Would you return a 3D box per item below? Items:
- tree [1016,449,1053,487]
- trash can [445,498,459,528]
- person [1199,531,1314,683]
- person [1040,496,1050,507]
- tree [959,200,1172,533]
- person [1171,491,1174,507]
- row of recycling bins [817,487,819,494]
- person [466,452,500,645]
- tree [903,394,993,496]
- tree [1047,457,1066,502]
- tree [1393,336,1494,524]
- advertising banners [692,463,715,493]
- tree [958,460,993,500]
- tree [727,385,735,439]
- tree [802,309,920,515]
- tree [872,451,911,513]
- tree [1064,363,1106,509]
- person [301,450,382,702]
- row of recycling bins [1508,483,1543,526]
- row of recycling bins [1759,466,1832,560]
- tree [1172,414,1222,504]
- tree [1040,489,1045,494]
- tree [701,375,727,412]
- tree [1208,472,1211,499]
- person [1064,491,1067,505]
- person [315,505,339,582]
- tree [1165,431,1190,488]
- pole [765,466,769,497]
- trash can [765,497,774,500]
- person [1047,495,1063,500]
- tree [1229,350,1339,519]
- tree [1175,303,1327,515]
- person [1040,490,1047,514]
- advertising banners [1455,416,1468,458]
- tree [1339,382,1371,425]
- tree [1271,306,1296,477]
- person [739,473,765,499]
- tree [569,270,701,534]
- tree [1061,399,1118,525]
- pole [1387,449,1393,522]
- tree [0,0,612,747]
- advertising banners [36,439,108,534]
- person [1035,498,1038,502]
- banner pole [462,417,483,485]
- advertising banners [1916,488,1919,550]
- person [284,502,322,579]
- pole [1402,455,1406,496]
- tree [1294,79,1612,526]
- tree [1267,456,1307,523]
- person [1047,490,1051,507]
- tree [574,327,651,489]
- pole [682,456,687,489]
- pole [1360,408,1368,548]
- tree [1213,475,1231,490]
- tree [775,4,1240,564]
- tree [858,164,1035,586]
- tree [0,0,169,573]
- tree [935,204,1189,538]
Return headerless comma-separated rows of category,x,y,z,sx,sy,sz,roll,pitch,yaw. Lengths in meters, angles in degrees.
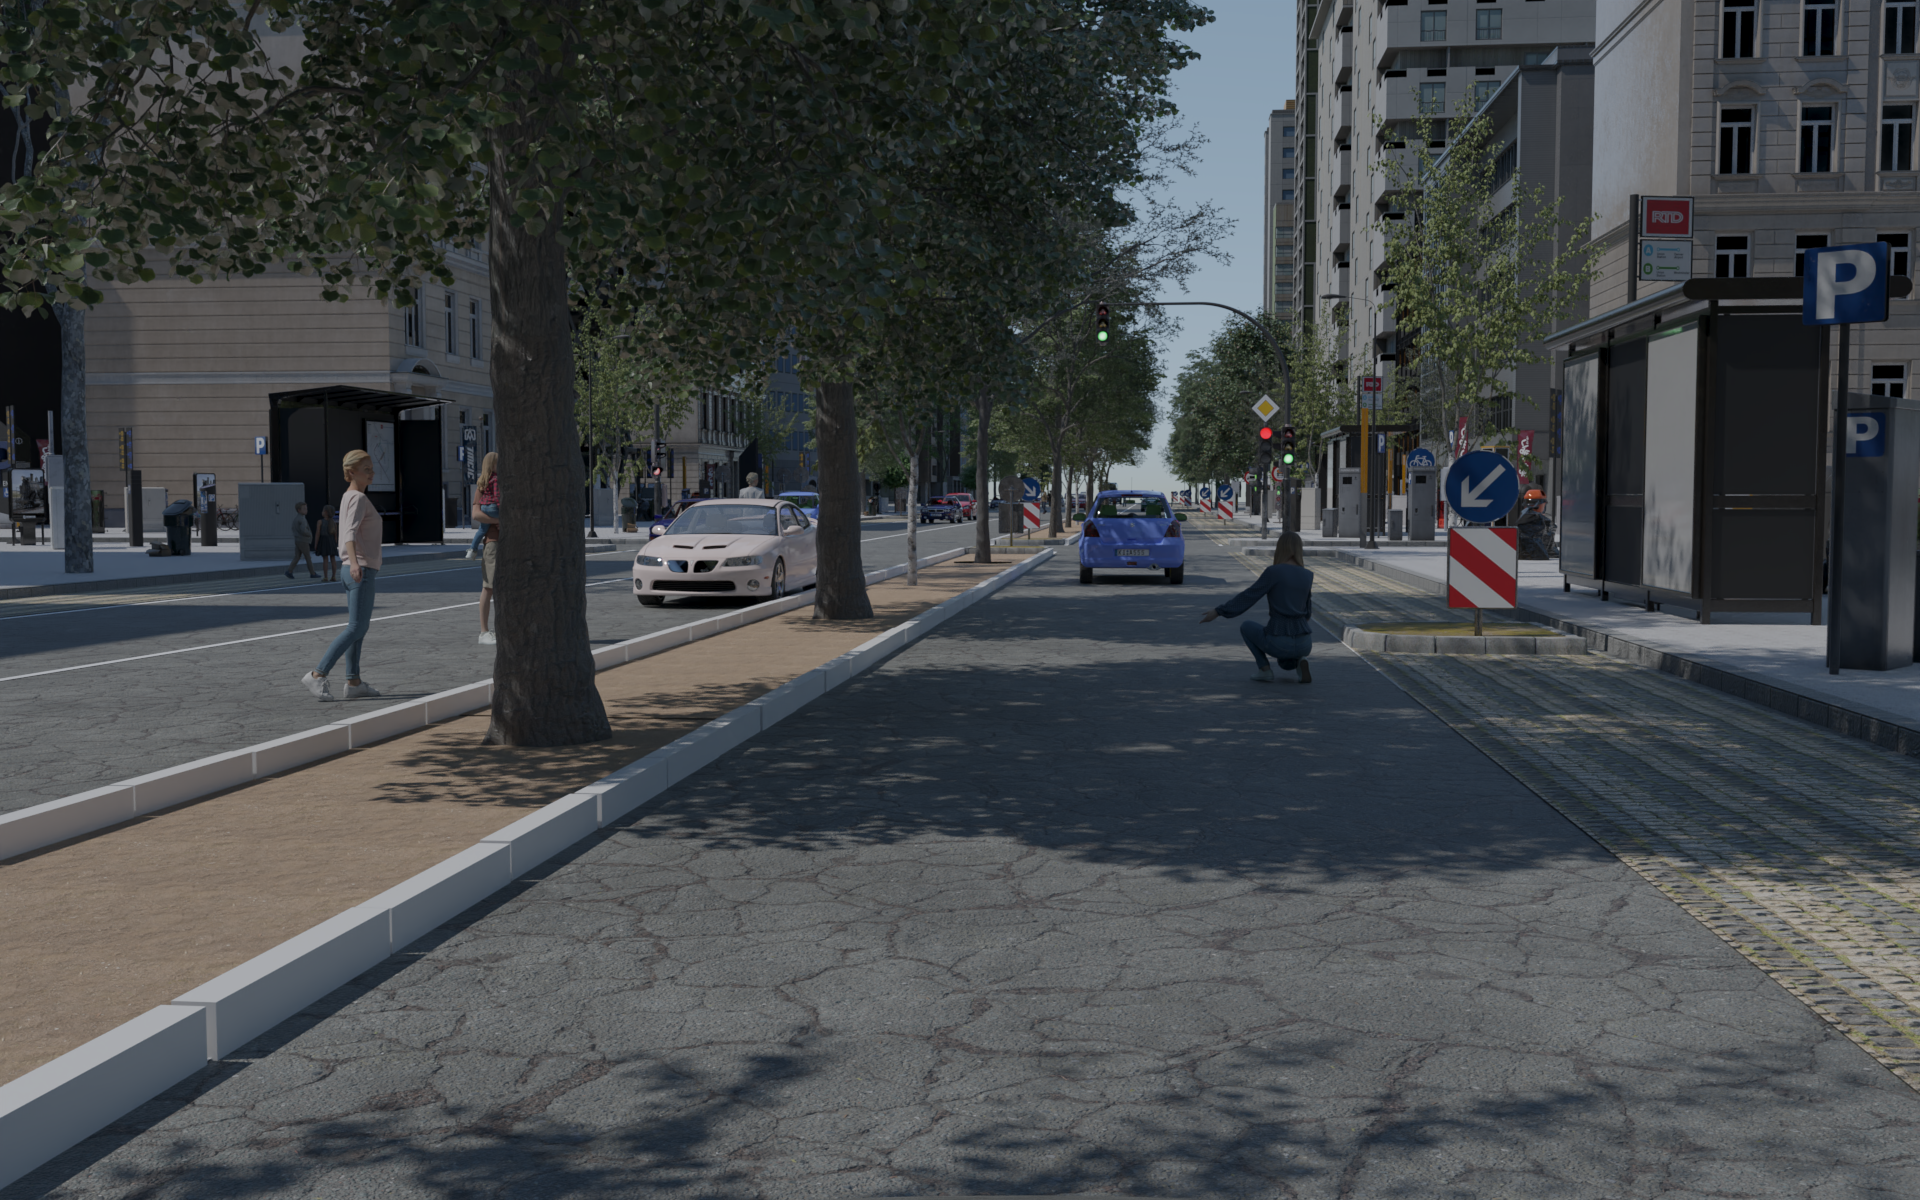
tree,9.630,-19.955,243.278,9.611,12.733,9.660,0,3,0
trash can,-19.182,-3.263,65.011,0.748,1.137,0.748,0,3,0
person,2.359,0.041,13.322,1.012,1.151,0.738,-1,4,-11
person,9.306,-11.044,189.772,1.217,1.736,0.721,-2,4,-30
tree,3.673,-8.729,63.299,7.486,12.596,7.792,0,3,0
person,22.966,-10.871,186.944,0.721,1.736,1.217,1,4,11
row of recycling bins,-7.599,-5.580,98.352,1.069,1.692,3.534,-2,4,-28
person,-4.426,-0.495,16.568,0.573,1.828,0.580,-1,4,-11
tree,-1.311,-13.034,138.867,9.928,11.665,9.643,0,3,0
tree,13.859,-21.389,275.471,9.928,11.665,9.643,0,3,0
tree,20.930,-7.636,75.217,4.360,8.622,3.978,0,3,0
advertising banners,-15.066,-6.335,99.768,2.074,3.025,0.090,-2,4,-28
tree,1.480,-11.195,166.747,4.285,4.588,4.351,0,3,0
tree,-11.403,-9.099,99.129,4.737,8.622,4.395,0,3,0
tree,-5.973,-11.503,106.201,7.486,12.596,7.792,0,3,0
tree,-4.408,-8.190,117.620,4.285,4.588,4.351,0,3,0
tree,5.220,-8.055,84.520,4.737,8.622,4.395,0,3,0
person,-4.294,-0.177,12.071,0.598,1.740,0.731,-3,4,-38
row of recycling bins,20.116,-3.427,63.148,3.534,1.692,1.069,-3,5,-40
row of recycling bins,12.697,-1.131,25.613,1.069,1.692,3.534,0,4,8
tree,29.561,-18.295,217.245,7.486,12.596,7.792,0,3,0
tree,11.958,-16.139,258.470,1.663,3.219,1.824,0,3,0
tree,-10.751,-6.784,61.285,4.737,8.622,4.395,0,3,0
tree,25.923,-15.088,181.096,7.601,10.594,8.767,2,4,27
person,14.175,-13.543,229.798,0.709,1.838,0.599,0,4,5
person,-10.329,-0.921,28.221,0.362,1.253,0.373,-3,5,-41
tree,33.175,-19.794,249.380,9.928,11.665,9.643,0,3,0
pole,-12.232,-7.084,109.668,0.158,3.312,0.155,0,3,0
trash can,-10.148,-4.878,91.410,0.748,1.137,0.748,0,3,0
person,7.678,-8.030,139.819,1.348,1.821,0.705,0,4,6
tree,15.995,-8.402,87.742,4.360,8.622,3.978,0,3,0
tree,17.829,-11.458,104.345,9.611,12.733,9.660,0,3,0
person,5.998,-7.068,123.972,0.656,1.842,0.836,2,4,26
advertising banners,11.458,-2.574,38.274,0.090,3.025,2.074,-1,4,-11
tree,25.248,-9.884,111.965,4.360,8.622,3.978,0,3,0
tree,13.466,-6.990,64.652,4.737,8.622,4.395,0,3,0
person,-3.930,-1.507,33.013,0.514,1.842,0.818,-2,4,-24
tree,-11.410,-6.461,55.995,4.737,8.622,4.395,0,3,0
tree,5.367,-7.711,78.891,4.360,8.622,3.978,0,3,0
pole,19.474,-5.173,78.423,0.158,3.312,0.155,0,3,0
tree,-2.384,-6.142,9.532,9.857,13.997,8.962,0,3,0
advertising banners,-28.543,-3.639,55.689,0.090,3.025,2.074,3,5,45
person,6.641,-8.555,151.632,0.557,1.426,1.065,1,4,17
banner pole,-15.622,-4.026,55.839,0.863,3.779,0.401,-3,5,-41
advertising banners,19.819,-2.506,37.154,2.074,3.025,0.090,0,4,5
person,-11.123,-1.007,29.235,0.475,1.303,0.640,2,4,35
pole,23.090,-5.886,90.086,0.158,3.312,0.155,0,3,0
tree,9.079,-4.941,31.148,4.737,8.622,4.395,0,3,0
tree,14.428,-4.990,76.188,1.663,3.219,1.824,0,3,0
person,9.954,-11.200,191.254,1.348,1.869,0.705,-1,4,-12
tree,-15.653,-7.737,76.865,4.360,8.622,3.978,0,3,0
pole,-14.935,-6.121,93.916,0.158,3.312,0.155,0,3,0
pole,9.597,-2.893,41.137,0.158,3.312,0.155,0,3,0
tree,21.512,-8.896,140.043,1.663,3.219,1.824,0,3,0
tree,0.453,-7.495,35.373,12.009,13.543,11.850,0,3,0
tree,-0.756,-4.533,26.942,4.737,8.622,4.395,0,3,0
tree,-13.544,-10.579,28.859,12.611,20.169,13.585,0,3,0
tree,2.952,-7.272,55.763,8.767,10.594,7.601,0,4,6
